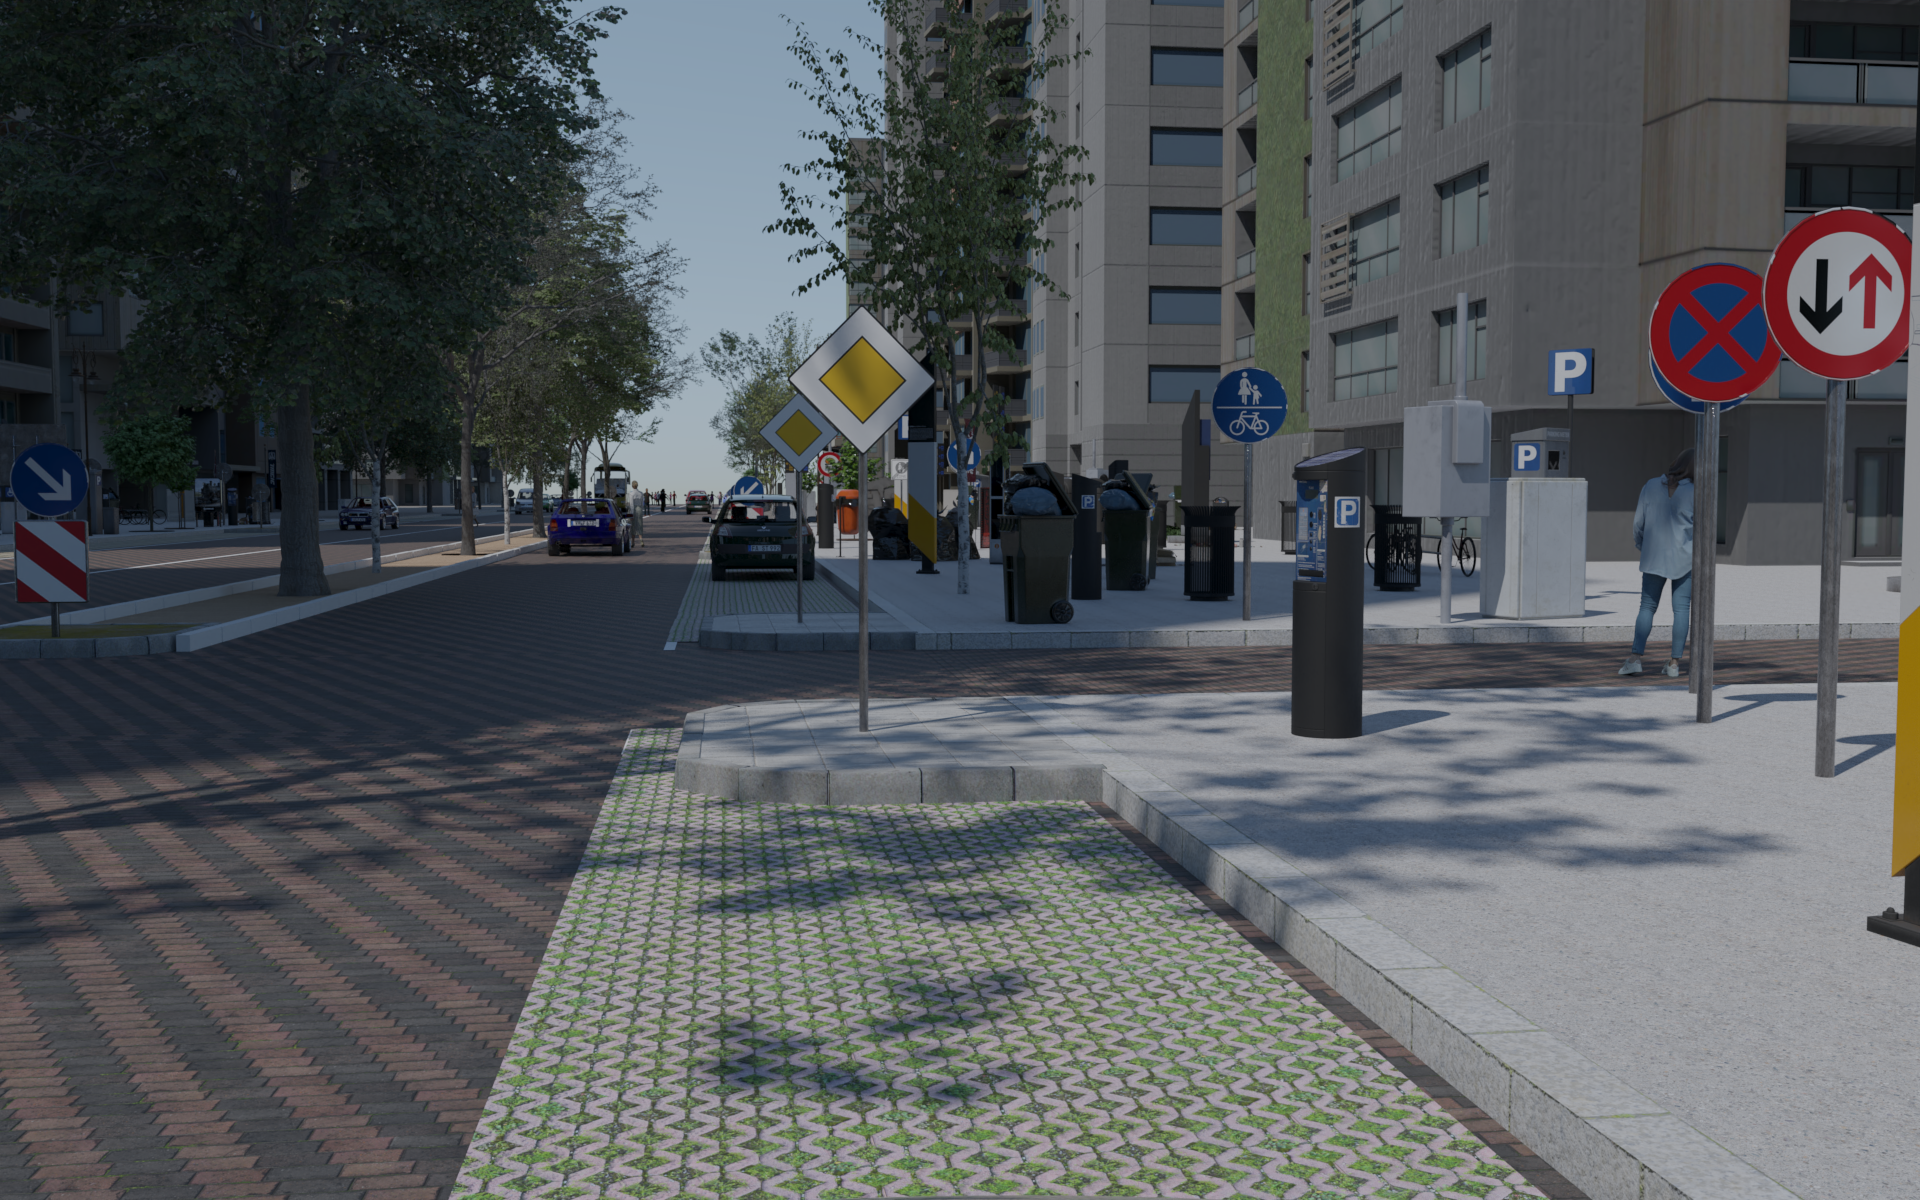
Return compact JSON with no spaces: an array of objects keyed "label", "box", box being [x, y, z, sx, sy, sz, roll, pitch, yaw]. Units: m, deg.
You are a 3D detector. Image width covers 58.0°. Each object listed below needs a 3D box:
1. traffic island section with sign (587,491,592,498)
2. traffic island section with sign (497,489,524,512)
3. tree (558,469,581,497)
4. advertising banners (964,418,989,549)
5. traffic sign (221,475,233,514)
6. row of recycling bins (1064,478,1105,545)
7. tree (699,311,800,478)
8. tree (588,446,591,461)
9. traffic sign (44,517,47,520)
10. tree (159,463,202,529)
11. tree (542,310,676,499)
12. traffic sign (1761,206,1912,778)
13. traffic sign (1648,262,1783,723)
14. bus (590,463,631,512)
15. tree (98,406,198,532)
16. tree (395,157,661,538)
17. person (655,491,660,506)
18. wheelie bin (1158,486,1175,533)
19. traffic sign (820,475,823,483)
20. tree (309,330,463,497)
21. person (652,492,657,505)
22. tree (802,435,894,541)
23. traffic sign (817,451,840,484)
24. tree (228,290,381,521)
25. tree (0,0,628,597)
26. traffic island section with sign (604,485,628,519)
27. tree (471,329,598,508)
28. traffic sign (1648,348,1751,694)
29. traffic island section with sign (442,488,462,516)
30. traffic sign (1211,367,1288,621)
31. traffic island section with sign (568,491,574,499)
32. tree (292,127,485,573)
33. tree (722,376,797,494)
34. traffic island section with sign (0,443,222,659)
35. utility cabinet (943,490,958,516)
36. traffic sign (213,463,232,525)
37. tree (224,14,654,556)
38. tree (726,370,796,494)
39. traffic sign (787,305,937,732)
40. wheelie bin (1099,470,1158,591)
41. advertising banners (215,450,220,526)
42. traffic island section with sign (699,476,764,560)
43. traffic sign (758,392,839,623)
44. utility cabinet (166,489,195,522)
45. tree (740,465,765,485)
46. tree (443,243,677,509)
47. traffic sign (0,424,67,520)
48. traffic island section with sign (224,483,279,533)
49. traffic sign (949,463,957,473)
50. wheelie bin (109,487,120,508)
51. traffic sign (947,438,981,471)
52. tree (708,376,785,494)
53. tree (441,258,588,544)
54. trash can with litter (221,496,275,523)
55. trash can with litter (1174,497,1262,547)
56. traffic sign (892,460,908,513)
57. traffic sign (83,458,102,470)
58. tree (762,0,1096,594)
[{"label":"traffic island section with sign","box":[-47.512,-13.071,222.337,1.989,1.847,2.006,0,4,-8]},{"label":"traffic island section with sign","box":[-36.325,-8.036,140.017,1.989,1.847,2.006,0,4,-8]},{"label":"tree","box":[-48.691,-14.184,215.625,4.285,4.588,4.351,0,3,0]},{"label":"advertising banners","box":[0.628,-2.729,40.812,0.090,3.025,2.074,2,4,31]},{"label":"traffic sign","box":[-30.540,-4.323,71.864,0.795,2.450,0.064,0,4,-5]},{"label":"row of recycling bins","box":[2.558,-2.336,45.313,1.069,1.692,3.534,-3,4,-38]},{"label":"tree","box":[-19.591,-19.700,177.991,12.611,20.169,13.585,0,3,0]},{"label":"tree","box":[-50.700,-16.986,228.088,4.360,8.622,3.978,0,3,0]},{"label":"traffic sign","box":[-27.477,-3.174,51.999,0.768,2.556,0.104,0,4,-1]},{"label":"tree","box":[-28.387,-4.190,63.115,1.663,3.219,1.824,0,3,0]},{"label":"tree","box":[-17.575,-9.632,85.693,9.928,11.665,9.643,0,3,0]},{"label":"traffic sign","box":[3.927,-0.470,7.789,0.768,2.556,0.104,0,4,-5]},{"label":"traffic sign","box":[4.176,-0.583,9.644,0.768,2.556,0.104,0,4,0]},{"label":"bus","box":[-27.894,-9.023,139.077,2.896,3.916,12.252,-1,4,-9]},{"label":"tree","box":[-27.582,-4.608,59.055,4.285,4.588,4.351,0,3,0]},{"label":"tree","box":[-13.553,-8.261,55.646,7.486,12.596,7.792,0,3,0]},{"label":"person","box":[-36.405,-12.262,208.964,0.705,1.826,1.348,1,4,18]},{"label":"wheelie bin","box":[2.598,-1.115,26.141,0.980,1.594,0.693,3,4,37]},{"label":"traffic sign","box":[-7.099,-5.581,91.348,0.768,2.556,0.104,0,4,-1]},{"label":"tree","box":[-33.048,-11.137,99.094,9.611,12.733,9.660,0,3,0]},{"label":"person","box":[-38.906,-12.966,221.181,1.217,1.739,0.721,0,4,-2]},{"label":"tree","box":[-3.030,-3.245,47.663,1.663,3.219,1.824,0,3,0]},{"label":"traffic sign","box":[-3.889,-3.165,51.851,0.768,2.556,0.104,0,4,-4]},{"label":"tree","box":[-30.811,-9.529,81.562,9.928,11.665,9.643,0,3,0]},{"label":"tree","box":[-9.198,-7.016,23.830,9.857,13.997,8.962,0,3,0]},{"label":"traffic island section with sign","box":[-18.304,-5.038,90.505,2.006,1.907,1.989,0,4,-8]},{"label":"tree","box":[-41.811,-18.542,159.057,12.611,20.169,13.585,0,3,0]},{"label":"traffic sign","box":[4.735,-0.671,11.076,0.768,2.556,0.104,0,4,-3]},{"label":"traffic island section with sign","box":[-32.633,-6.377,112.889,1.989,1.847,2.006,0,4,-8]},{"label":"traffic sign","box":[2.906,-1.063,17.489,0.768,2.556,0.104,0,4,2]},{"label":"traffic island section with sign","box":[-43.883,-11.437,195.626,1.989,1.847,2.006,0,4,-8]},{"label":"tree","box":[-10.609,-4.797,31.252,4.737,8.622,4.395,0,3,0]},{"label":"tree","box":[-17.056,-13.988,154.454,9.928,11.665,9.643,0,3,0]},{"label":"traffic island section with sign","box":[-8.176,-0.484,16.049,2.006,1.907,1.989,0,4,-8]},{"label":"utility cabinet","box":[-0.289,-4.925,89.208,1.173,1.500,0.318,3,4,36]},{"label":"traffic sign","box":[-30.081,-4.316,70.677,0.768,2.556,0.104,0,4,-5]},{"label":"tree","box":[-11.477,-7.776,39.963,12.009,13.543,11.850,0,3,0]},{"label":"tree","box":[-11.388,-9.593,107.207,4.360,8.622,3.978,0,3,0]},{"label":"traffic sign","box":[-0.523,-0.346,9.292,0.795,2.450,0.064,0,4,-8]},{"label":"wheelie bin","box":[2.222,-0.933,23.164,0.693,1.594,0.980,1,4,10]},{"label":"advertising banners","box":[-29.623,-4.456,69.049,0.090,3.025,2.074,-1,4,-20]},{"label":"traffic island section with sign","box":[-4.789,-1.821,38.405,1.989,1.847,2.006,0,4,-8]},{"label":"traffic sign","box":[-1.598,-0.829,17.204,0.795,2.450,0.064,0,4,-8]},{"label":"utility cabinet","box":[-35.892,-4.348,79.775,1.173,1.500,0.318,-2,4,-33]},{"label":"tree","box":[-22.820,-12.641,190.389,4.285,4.588,4.351,0,3,0]},{"label":"tree","box":[-14.653,-7.759,63.725,8.767,10.594,7.601,0,4,-8]},{"label":"traffic sign","box":[-27.083,-3.448,50.242,2.265,3.308,0.079,0,4,-5]},{"label":"traffic island section with sign","box":[-26.038,-3.405,64.295,1.989,1.847,2.006,0,4,-8]},{"label":"traffic sign","box":[0.084,-2.769,45.386,0.768,2.556,0.104,0,4,2]},{"label":"wheelie bin","box":[-36.442,-4.062,74.326,0.693,1.594,0.980,-2,4,-33]},{"label":"traffic sign","box":[0.090,-2.391,39.206,0.768,2.556,0.104,0,4,-1]},{"label":"tree","box":[-15.258,-12.344,136.233,8.767,10.594,7.601,-3,4,-36]},{"label":"tree","box":[-12.740,-5.849,48.447,4.360,8.622,3.978,0,3,0]},{"label":"trash can with litter","box":[-32.034,-4.072,77.642,2.233,1.210,1.678,1,4,18]},{"label":"trash can with litter","box":[6.172,-1.907,42.237,1.678,1.210,2.233,-2,4,-34]},{"label":"traffic sign","box":[-1.733,-3.007,51.298,0.606,2.300,0.079,0,3,0]},{"label":"traffic sign","box":[-31.082,-3.783,61.955,0.768,2.556,0.104,0,4,-7]},{"label":"tree","box":[-0.123,-4.373,21.853,4.737,8.622,4.395,0,3,0]}]
